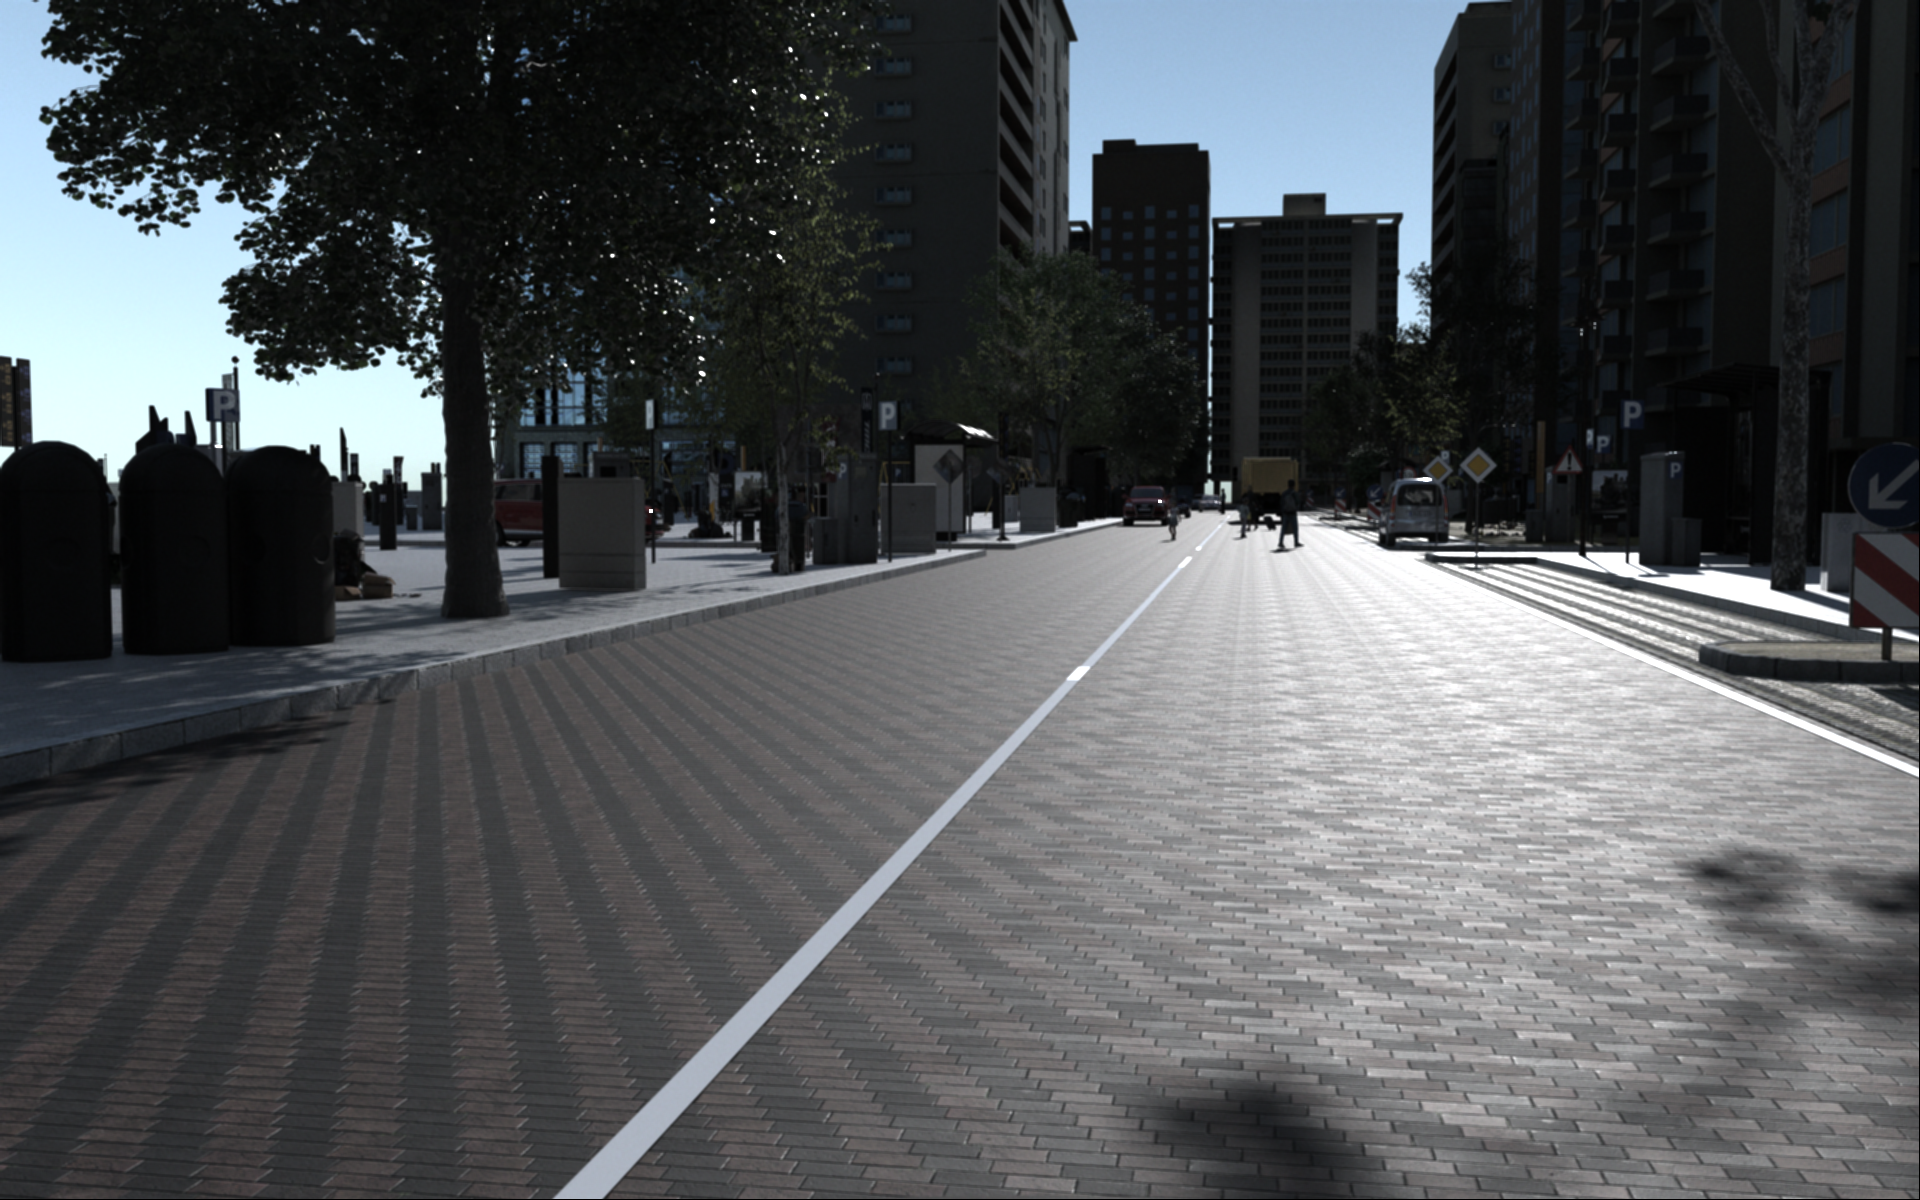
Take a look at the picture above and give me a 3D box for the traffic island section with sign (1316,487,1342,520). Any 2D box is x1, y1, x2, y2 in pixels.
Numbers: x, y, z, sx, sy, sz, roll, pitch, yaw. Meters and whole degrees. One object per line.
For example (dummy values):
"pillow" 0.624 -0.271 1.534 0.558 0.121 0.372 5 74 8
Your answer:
"traffic island section with sign" 20.931 -5.344 95.999 1.989 1.847 2.006 1 4 9

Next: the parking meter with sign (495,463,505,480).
"parking meter with sign" -25.862 -6.197 97.577 0.543 3.016 1.738 -1 4 -18

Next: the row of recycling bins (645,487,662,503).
"row of recycling bins" -20.639 -6.712 116.858 1.069 1.692 3.534 -1 4 -12

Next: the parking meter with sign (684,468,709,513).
"parking meter with sign" -17.441 -7.292 115.490 1.738 3.016 0.543 1 4 9

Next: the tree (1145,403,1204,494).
"tree" 21.163 -14.810 176.550 7.601 10.594 8.767 -1 4 -12

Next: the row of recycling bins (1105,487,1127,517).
"row of recycling bins" 7.477 -5.435 95.969 3.534 1.692 1.069 -1 4 -14

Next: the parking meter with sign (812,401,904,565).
"parking meter with sign" -1.932 -2.185 31.992 1.738 3.016 0.543 -3 5 -42

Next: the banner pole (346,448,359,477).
"banner pole" -32.996 -6.358 93.972 0.863 3.779 0.401 -3 5 -44

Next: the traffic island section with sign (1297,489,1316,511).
"traffic island section with sign" 29.153 -8.340 144.992 1.989 1.847 2.006 1 4 9

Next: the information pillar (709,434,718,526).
"information pillar" -9.602 -4.655 67.459 0.183 3.616 0.504 2 4 27

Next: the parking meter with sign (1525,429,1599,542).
"parking meter with sign" 16.043 -3.061 46.303 1.738 3.016 0.543 0 4 -8

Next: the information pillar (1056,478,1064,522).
"information pillar" 4.591 -4.610 79.873 0.304 2.012 0.304 1 4 15

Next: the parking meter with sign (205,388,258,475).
"parking meter with sign" -11.542 -1.954 28.208 1.738 3.016 0.543 3 4 38

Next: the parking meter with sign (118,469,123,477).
"parking meter with sign" -58.952 -7.617 120.799 0.543 3.016 1.738 1 4 11

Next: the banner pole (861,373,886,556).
"banner pole" -1.841 -2.803 35.838 0.401 3.779 0.863 2 4 27

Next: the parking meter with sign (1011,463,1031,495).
"parking meter with sign" 3.633 -6.082 95.700 0.543 3.016 1.738 -3 5 -42

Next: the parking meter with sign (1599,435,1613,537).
"parking meter with sign" 19.713 -3.395 51.767 1.738 3.016 0.543 -2 4 -35

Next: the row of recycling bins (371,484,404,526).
"row of recycling bins" -23.859 -3.989 72.331 1.069 1.692 3.534 -1 4 -10

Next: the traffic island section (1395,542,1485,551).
"traffic island section" 12.304 -1.367 44.636 2.009 0.180 2.903 1 4 9

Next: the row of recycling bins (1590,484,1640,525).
"row of recycling bins" 28.185 -4.057 73.444 3.534 1.692 1.069 -2 4 -27

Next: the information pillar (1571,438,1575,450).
"information pillar" 25.437 -4.934 72.022 0.183 3.616 0.504 1 4 10

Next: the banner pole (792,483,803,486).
"banner pole" -8.907 -6.365 94.088 0.863 3.779 0.401 1 4 21

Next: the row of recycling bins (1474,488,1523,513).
"row of recycling bins" 35.664 -6.616 115.286 3.534 1.692 1.069 0 4 -2

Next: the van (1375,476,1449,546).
"van" 12.719 -2.546 48.640 2.013 2.044 4.112 1 4 9

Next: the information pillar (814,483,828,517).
"information pillar" -3.807 -2.627 47.444 0.304 2.012 0.304 -2 4 -29

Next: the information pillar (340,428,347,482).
"information pillar" -21.786 -4.275 61.250 0.183 3.616 0.504 0 4 -6

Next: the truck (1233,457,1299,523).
"truck" 16.031 -5.767 90.218 3.469 3.379 9.791 0 4 8

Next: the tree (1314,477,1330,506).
"tree" 39.965 -12.056 191.719 1.663 3.219 1.824 0 3 0

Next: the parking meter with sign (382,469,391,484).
"parking meter with sign" -40.506 -7.704 122.222 0.543 3.016 1.738 -2 4 -26

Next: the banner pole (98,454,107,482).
"banner pole" -53.307 -7.203 107.786 0.401 3.779 0.863 1 4 19

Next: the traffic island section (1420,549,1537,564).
"traffic island section" 10.983 -0.886 36.761 2.009 0.180 2.903 1 4 9

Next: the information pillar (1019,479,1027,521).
"information pillar" 3.033 -4.819 83.286 0.304 2.012 0.304 3 5 41

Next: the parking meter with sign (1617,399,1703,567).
"parking meter with sign" 12.660 -2.141 31.267 0.543 3.016 1.738 -1 4 -20

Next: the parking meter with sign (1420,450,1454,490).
"parking meter with sign" 18.629 -4.431 68.704 1.738 3.016 0.543 -2 4 -27

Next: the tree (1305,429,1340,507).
"tree" 37.525 -13.957 178.553 4.737 8.622 4.395 0 3 0

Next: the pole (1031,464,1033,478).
"pole" 4.797 -7.444 115.553 0.158 3.312 0.155 0 3 0

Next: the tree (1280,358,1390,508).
"tree" 33.903 -14.997 155.575 12.009 13.543 11.850 0 3 0

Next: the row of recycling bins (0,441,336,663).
"row of recycling bins" -6.758 -0.414 13.885 1.069 1.692 3.534 3 5 45

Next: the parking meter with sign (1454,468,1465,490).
"parking meter with sign" 32.831 -7.302 115.649 1.738 3.016 0.543 -2 4 -27

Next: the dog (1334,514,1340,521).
"dog" 19.836 -4.324 90.889 0.748 0.427 0.550 -2 4 -30

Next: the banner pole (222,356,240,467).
"banner pole" -13.309 -2.549 31.698 0.401 3.779 0.863 -3 5 -44

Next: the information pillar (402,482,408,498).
"information pillar" -34.034 -6.216 106.118 0.304 2.012 0.304 -2 4 -34

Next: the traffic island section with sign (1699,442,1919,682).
"traffic island section with sign" 7.182 -0.333 14.069 1.989 1.847 2.006 1 4 9

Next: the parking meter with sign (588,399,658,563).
"parking meter with sign" -6.432 -2.167 31.690 1.738 3.016 0.543 -2 4 -25

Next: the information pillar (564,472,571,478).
"information pillar" -13.347 -3.322 58.810 0.304 2.012 0.304 -1 4 -11

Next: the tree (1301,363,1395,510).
"tree" 30.612 -12.861 136.025 9.928 11.665 9.643 0 3 0

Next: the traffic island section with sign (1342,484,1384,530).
"traffic island section with sign" 16.474 -3.718 69.413 1.989 1.847 2.006 1 4 9

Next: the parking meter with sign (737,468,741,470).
"parking meter with sign" -14.942 -7.307 115.733 0.543 3.016 1.738 -1 4 -14

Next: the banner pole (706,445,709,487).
"banner pole" -11.181 -5.342 77.358 0.401 3.779 0.863 1 4 15

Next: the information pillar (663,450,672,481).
"information pillar" -15.401 -6.114 91.321 0.504 3.616 0.183 -3 4 -36

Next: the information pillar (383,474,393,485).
"information pillar" -21.377 -3.687 64.781 0.304 2.012 0.304 -3 4 -39

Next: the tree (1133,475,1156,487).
"tree" 14.055 -8.416 132.210 1.663 3.219 1.824 0 3 0

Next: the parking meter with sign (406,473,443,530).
"parking meter with sign" -18.890 -4.015 61.904 1.738 3.016 0.543 -1 4 -13

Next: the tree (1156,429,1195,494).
"tree" 20.301 -13.148 165.335 4.737 8.622 4.395 0 3 0
